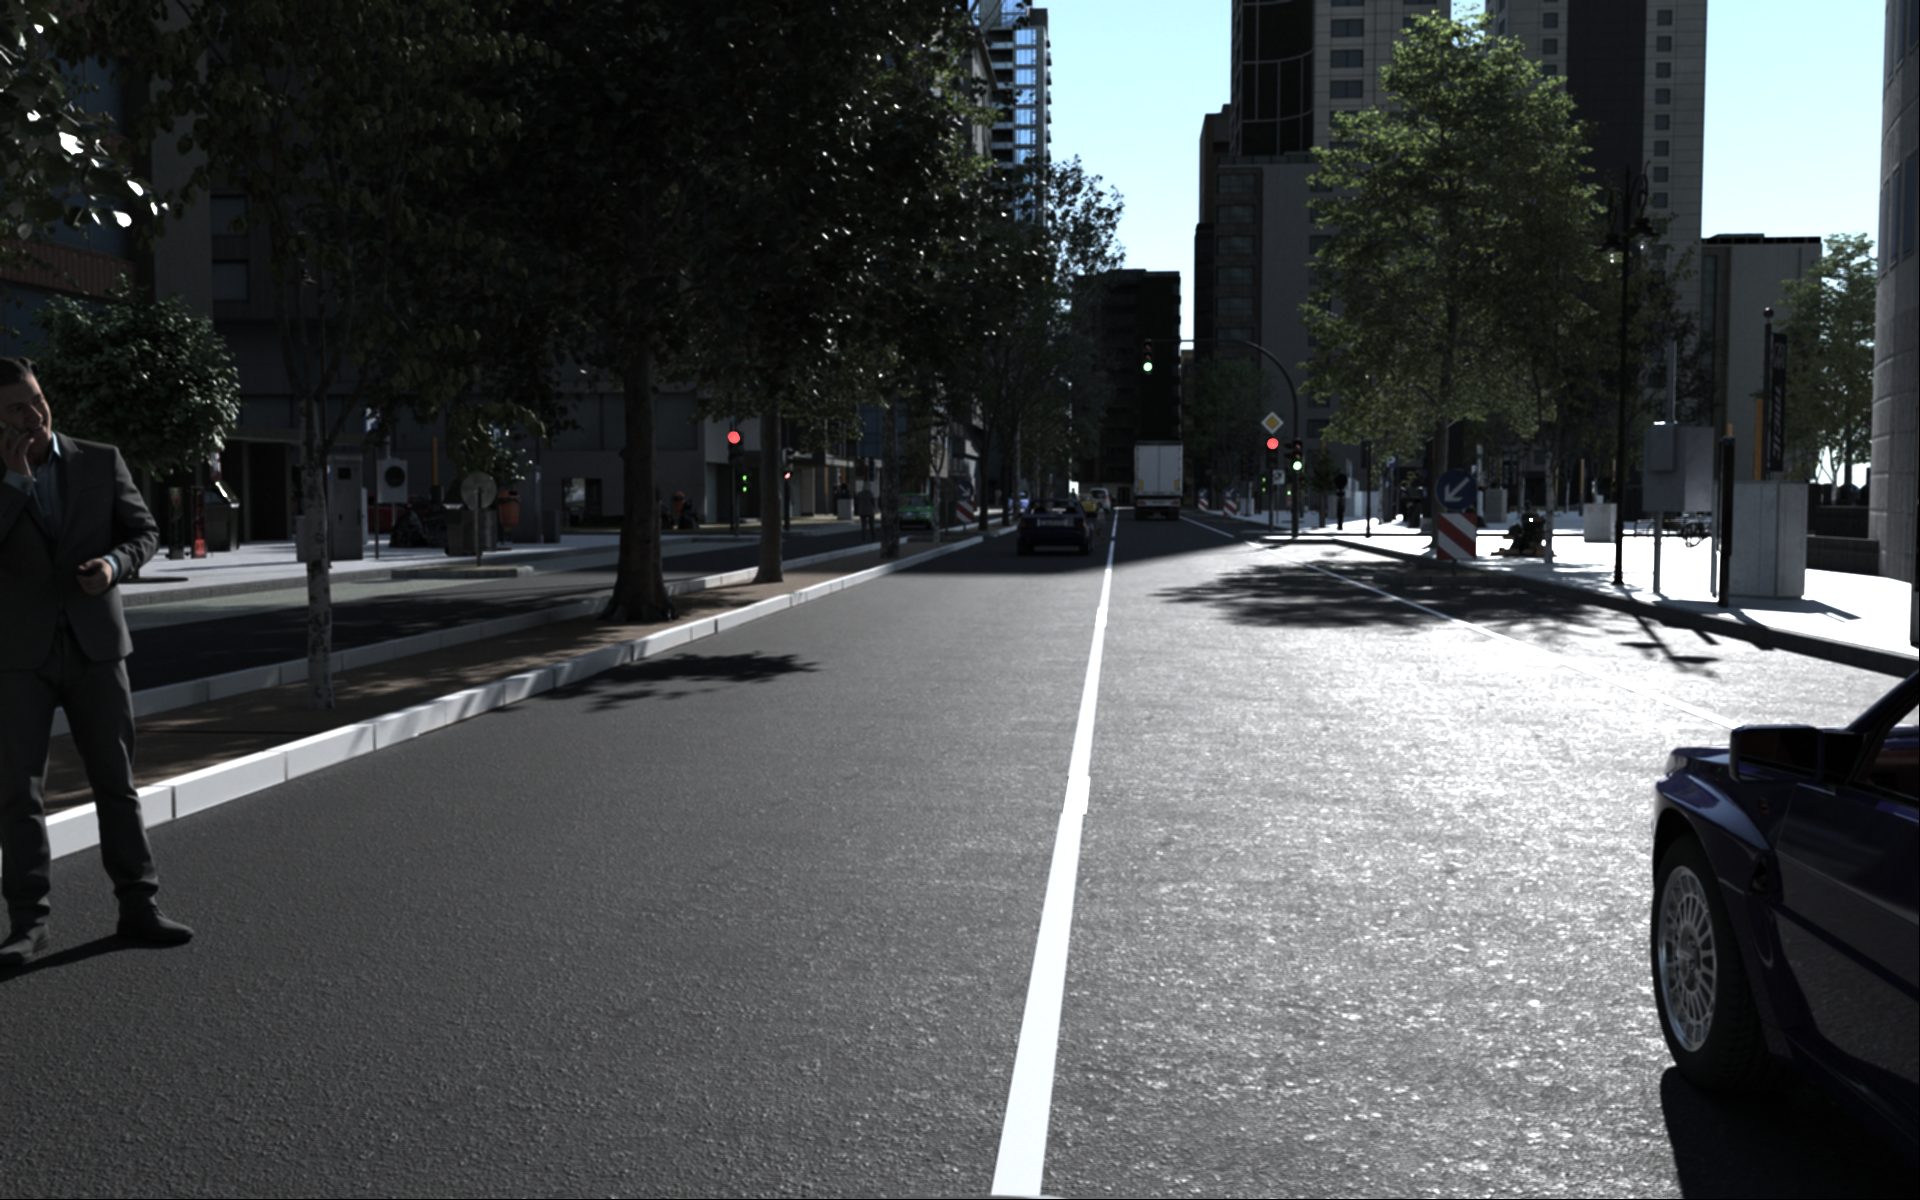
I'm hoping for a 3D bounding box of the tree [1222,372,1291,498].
[{"bbox_3d":[17.826,-9.488,105.494,4.360,8.622,3.978,0,3,0],"label":"tree"}]

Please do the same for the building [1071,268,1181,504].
[{"bbox_3d":[21.462,-27.731,225.102,14.107,30.474,14.160,0,4,5],"label":"building"}]

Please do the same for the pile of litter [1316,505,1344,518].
[{"bbox_3d":[20.008,-4.871,93.607,1.719,0.858,1.176,-1,4,-11],"label":"pile of litter"}]

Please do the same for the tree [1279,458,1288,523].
[{"bbox_3d":[15.189,-5.114,78.212,1.663,3.219,1.824,0,3,0],"label":"tree"}]

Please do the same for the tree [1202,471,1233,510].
[{"bbox_3d":[21.452,-9.062,142.757,1.663,3.219,1.824,0,3,0],"label":"tree"}]

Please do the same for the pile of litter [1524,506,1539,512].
[{"bbox_3d":[15.999,-2.112,48.499,1.719,0.858,1.176,2,4,29],"label":"pile of litter"}]

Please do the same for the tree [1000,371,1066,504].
[{"bbox_3d":[4.040,-8.985,99.731,4.737,8.622,4.395,0,3,0],"label":"tree"}]

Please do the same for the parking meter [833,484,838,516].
[{"bbox_3d":[-7.338,-5.969,103.304,0.399,1.863,0.255,1,4,15],"label":"parking meter"}]

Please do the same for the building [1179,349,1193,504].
[{"bbox_3d":[43.935,-23.588,230.710,28.899,21.520,27.650,0,4,5],"label":"building"}]

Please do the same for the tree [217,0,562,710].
[{"bbox_3d":[-4.230,-3.559,11.014,4.737,8.622,4.395,0,3,0],"label":"tree"}]

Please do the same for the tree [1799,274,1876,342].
[{"bbox_3d":[29.745,-6.642,58.951,4.737,8.622,4.395,0,3,0],"label":"tree"}]

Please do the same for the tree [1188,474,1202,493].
[{"bbox_3d":[23.113,-10.507,166.387,1.663,3.219,1.824,0,3,0],"label":"tree"}]

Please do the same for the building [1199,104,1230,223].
[{"bbox_3d":[34.644,-33.586,199.247,14.600,45.320,14.200,0,4,5],"label":"building"}]

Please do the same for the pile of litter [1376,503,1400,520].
[{"bbox_3d":[21.263,-4.412,86.097,1.176,0.858,1.719,1,4,16],"label":"pile of litter"}]

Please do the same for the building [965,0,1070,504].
[{"bbox_3d":[-0.940,-56.096,229.843,31.000,86.520,22.319,0,4,5],"label":"building"}]

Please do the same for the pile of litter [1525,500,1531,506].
[{"bbox_3d":[43.093,-7.135,130.623,1.176,0.858,1.719,1,4,11],"label":"pile of litter"}]

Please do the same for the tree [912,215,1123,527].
[{"bbox_3d":[2.033,-9.976,75.929,12.009,13.543,11.850,0,3,0],"label":"tree"}]

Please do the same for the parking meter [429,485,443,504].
[{"bbox_3d":[-15.215,-2.565,50.344,0.372,1.533,0.369,0,3,0],"label":"parking meter"}]

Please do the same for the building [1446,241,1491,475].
[{"bbox_3d":[52.010,-26.105,198.521,14.107,30.474,14.160,0,4,5],"label":"building"}]

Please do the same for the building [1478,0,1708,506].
[{"bbox_3d":[69.090,-46.190,193.456,20.611,71.187,20.563,0,4,5],"label":"building"}]

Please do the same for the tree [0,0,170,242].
[{"bbox_3d":[-4.859,-5.773,3.495,9.857,13.997,8.962,0,3,0],"label":"tree"}]

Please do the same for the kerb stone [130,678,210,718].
[{"bbox_3d":[-5.276,0.661,11.400,0.120,0.150,1.000,0,4,5],"label":"kerb stone"}]

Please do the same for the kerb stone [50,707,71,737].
[{"bbox_3d":[-5.368,0.723,10.372,0.120,0.150,1.000,0,4,5],"label":"kerb stone"}]

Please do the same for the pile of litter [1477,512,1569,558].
[{"bbox_3d":[11.636,-1.317,35.500,1.176,0.858,1.719,-1,4,-20],"label":"pile of litter"}]

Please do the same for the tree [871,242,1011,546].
[{"bbox_3d":[-0.642,-5.791,47.497,4.360,8.622,3.978,0,3,0],"label":"tree"}]

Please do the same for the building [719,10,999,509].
[{"bbox_3d":[-10.345,-37.148,196.605,27.495,52.752,28.713,0,4,5],"label":"building"}]

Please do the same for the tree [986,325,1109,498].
[{"bbox_3d":[5.860,-12.871,119.555,9.857,13.997,8.962,0,3,0],"label":"tree"}]

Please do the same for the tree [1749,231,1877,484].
[{"bbox_3d":[38.670,-9.625,75.503,7.486,12.596,7.792,0,3,0],"label":"tree"}]

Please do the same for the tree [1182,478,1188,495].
[{"bbox_3d":[25.821,-12.649,201.418,1.663,3.219,1.824,0,3,0],"label":"tree"}]

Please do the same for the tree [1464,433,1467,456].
[{"bbox_3d":[24.899,-8.674,92.188,4.360,8.622,3.978,0,3,0],"label":"tree"}]

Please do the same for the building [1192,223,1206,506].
[{"bbox_3d":[31.987,-25.323,185.732,14.160,30.474,14.107,0,4,5],"label":"building"}]

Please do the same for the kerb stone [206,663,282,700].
[{"bbox_3d":[-5.184,0.598,12.425,0.120,0.150,1.000,0,4,5],"label":"kerb stone"}]

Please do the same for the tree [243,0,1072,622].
[{"bbox_3d":[-3.622,-6.117,19.476,9.611,12.733,9.660,0,3,0],"label":"tree"}]

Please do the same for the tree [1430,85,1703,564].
[{"bbox_3d":[10.906,-4.965,31.535,4.737,8.622,4.395,0,3,0],"label":"tree"}]

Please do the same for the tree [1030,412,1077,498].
[{"bbox_3d":[6.639,-10.645,126.872,4.360,8.622,3.978,0,3,0],"label":"tree"}]

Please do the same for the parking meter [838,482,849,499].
[{"bbox_3d":[-5.703,-4.907,85.939,0.399,1.863,0.255,0,4,8],"label":"parking meter"}]

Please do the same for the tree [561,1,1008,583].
[{"bbox_3d":[-3.142,-6.576,28.105,7.486,12.596,7.792,0,3,0],"label":"tree"}]

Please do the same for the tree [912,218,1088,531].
[{"bbox_3d":[0.970,-8.335,64.485,9.928,11.665,9.643,0,3,0],"label":"tree"}]

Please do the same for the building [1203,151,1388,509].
[{"bbox_3d":[28.938,-23.148,150.176,14.160,30.474,14.107,0,4,5],"label":"building"}]

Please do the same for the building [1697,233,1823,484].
[{"bbox_3d":[87.327,-25.947,195.927,14.107,30.474,14.160,0,4,5],"label":"building"}]

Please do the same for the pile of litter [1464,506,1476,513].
[{"bbox_3d":[19.403,-3.199,66.262,1.719,0.858,1.176,1,4,12],"label":"pile of litter"}]

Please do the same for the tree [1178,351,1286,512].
[{"bbox_3d":[19.577,-12.176,124.839,9.928,11.665,9.643,0,3,0],"label":"tree"}]

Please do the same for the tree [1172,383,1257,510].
[{"bbox_3d":[20.082,-12.363,136.541,7.601,10.594,8.767,0,4,-5],"label":"tree"}]

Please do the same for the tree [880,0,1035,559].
[{"bbox_3d":[-2.682,-11.032,38.726,12.611,20.169,13.585,0,3,0],"label":"tree"}]

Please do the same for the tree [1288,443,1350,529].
[{"bbox_3d":[13.502,-4.279,64.564,1.663,3.219,1.824,0,3,0],"label":"tree"}]

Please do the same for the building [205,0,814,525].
[{"bbox_3d":[-20.545,-30.260,83.983,28.713,52.752,27.495,0,4,5],"label":"building"}]

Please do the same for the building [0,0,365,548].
[{"bbox_3d":[-32.629,-23.558,39.806,28.867,44.769,22.147,0,4,5],"label":"building"}]

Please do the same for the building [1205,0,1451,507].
[{"bbox_3d":[34.639,-44.531,166.330,20.563,71.187,20.611,0,4,5],"label":"building"}]

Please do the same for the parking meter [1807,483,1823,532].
[{"bbox_3d":[19.570,-1.915,39.722,0.372,1.533,0.369,0,3,0],"label":"parking meter"}]

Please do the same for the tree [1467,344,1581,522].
[{"bbox_3d":[26.035,-7.923,79.906,4.360,8.622,3.978,0,3,0],"label":"tree"}]

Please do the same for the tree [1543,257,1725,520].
[{"bbox_3d":[26.519,-8.195,68.395,7.601,10.594,8.767,2,4,31],"label":"tree"}]

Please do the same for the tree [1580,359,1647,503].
[{"bbox_3d":[33.097,-8.521,89.676,4.360,8.622,3.978,0,3,0],"label":"tree"}]

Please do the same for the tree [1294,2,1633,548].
[{"bbox_3d":[11.761,-7.493,40.631,7.486,12.596,7.792,0,3,0],"label":"tree"}]

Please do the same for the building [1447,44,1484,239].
[{"bbox_3d":[73.269,-41.646,222.909,28.212,58.520,21.231,0,4,5],"label":"building"}]

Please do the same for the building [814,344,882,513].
[{"bbox_3d":[-15.956,-41.923,123.695,20.563,71.187,20.611,0,4,5],"label":"building"}]

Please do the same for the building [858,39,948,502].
[{"bbox_3d":[-8.591,-30.178,143.526,14.600,45.320,14.200,0,4,5],"label":"building"}]

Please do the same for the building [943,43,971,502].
[{"bbox_3d":[-11.502,-33.444,166.415,23.786,49.044,30.456,0,4,5],"label":"building"}]

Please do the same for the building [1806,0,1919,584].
[{"bbox_3d":[23.530,-29.187,19.209,21.231,58.520,28.212,0,4,5],"label":"building"}]

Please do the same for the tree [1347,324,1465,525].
[{"bbox_3d":[17.473,-7.377,70.983,4.360,8.622,3.978,0,3,0],"label":"tree"}]
